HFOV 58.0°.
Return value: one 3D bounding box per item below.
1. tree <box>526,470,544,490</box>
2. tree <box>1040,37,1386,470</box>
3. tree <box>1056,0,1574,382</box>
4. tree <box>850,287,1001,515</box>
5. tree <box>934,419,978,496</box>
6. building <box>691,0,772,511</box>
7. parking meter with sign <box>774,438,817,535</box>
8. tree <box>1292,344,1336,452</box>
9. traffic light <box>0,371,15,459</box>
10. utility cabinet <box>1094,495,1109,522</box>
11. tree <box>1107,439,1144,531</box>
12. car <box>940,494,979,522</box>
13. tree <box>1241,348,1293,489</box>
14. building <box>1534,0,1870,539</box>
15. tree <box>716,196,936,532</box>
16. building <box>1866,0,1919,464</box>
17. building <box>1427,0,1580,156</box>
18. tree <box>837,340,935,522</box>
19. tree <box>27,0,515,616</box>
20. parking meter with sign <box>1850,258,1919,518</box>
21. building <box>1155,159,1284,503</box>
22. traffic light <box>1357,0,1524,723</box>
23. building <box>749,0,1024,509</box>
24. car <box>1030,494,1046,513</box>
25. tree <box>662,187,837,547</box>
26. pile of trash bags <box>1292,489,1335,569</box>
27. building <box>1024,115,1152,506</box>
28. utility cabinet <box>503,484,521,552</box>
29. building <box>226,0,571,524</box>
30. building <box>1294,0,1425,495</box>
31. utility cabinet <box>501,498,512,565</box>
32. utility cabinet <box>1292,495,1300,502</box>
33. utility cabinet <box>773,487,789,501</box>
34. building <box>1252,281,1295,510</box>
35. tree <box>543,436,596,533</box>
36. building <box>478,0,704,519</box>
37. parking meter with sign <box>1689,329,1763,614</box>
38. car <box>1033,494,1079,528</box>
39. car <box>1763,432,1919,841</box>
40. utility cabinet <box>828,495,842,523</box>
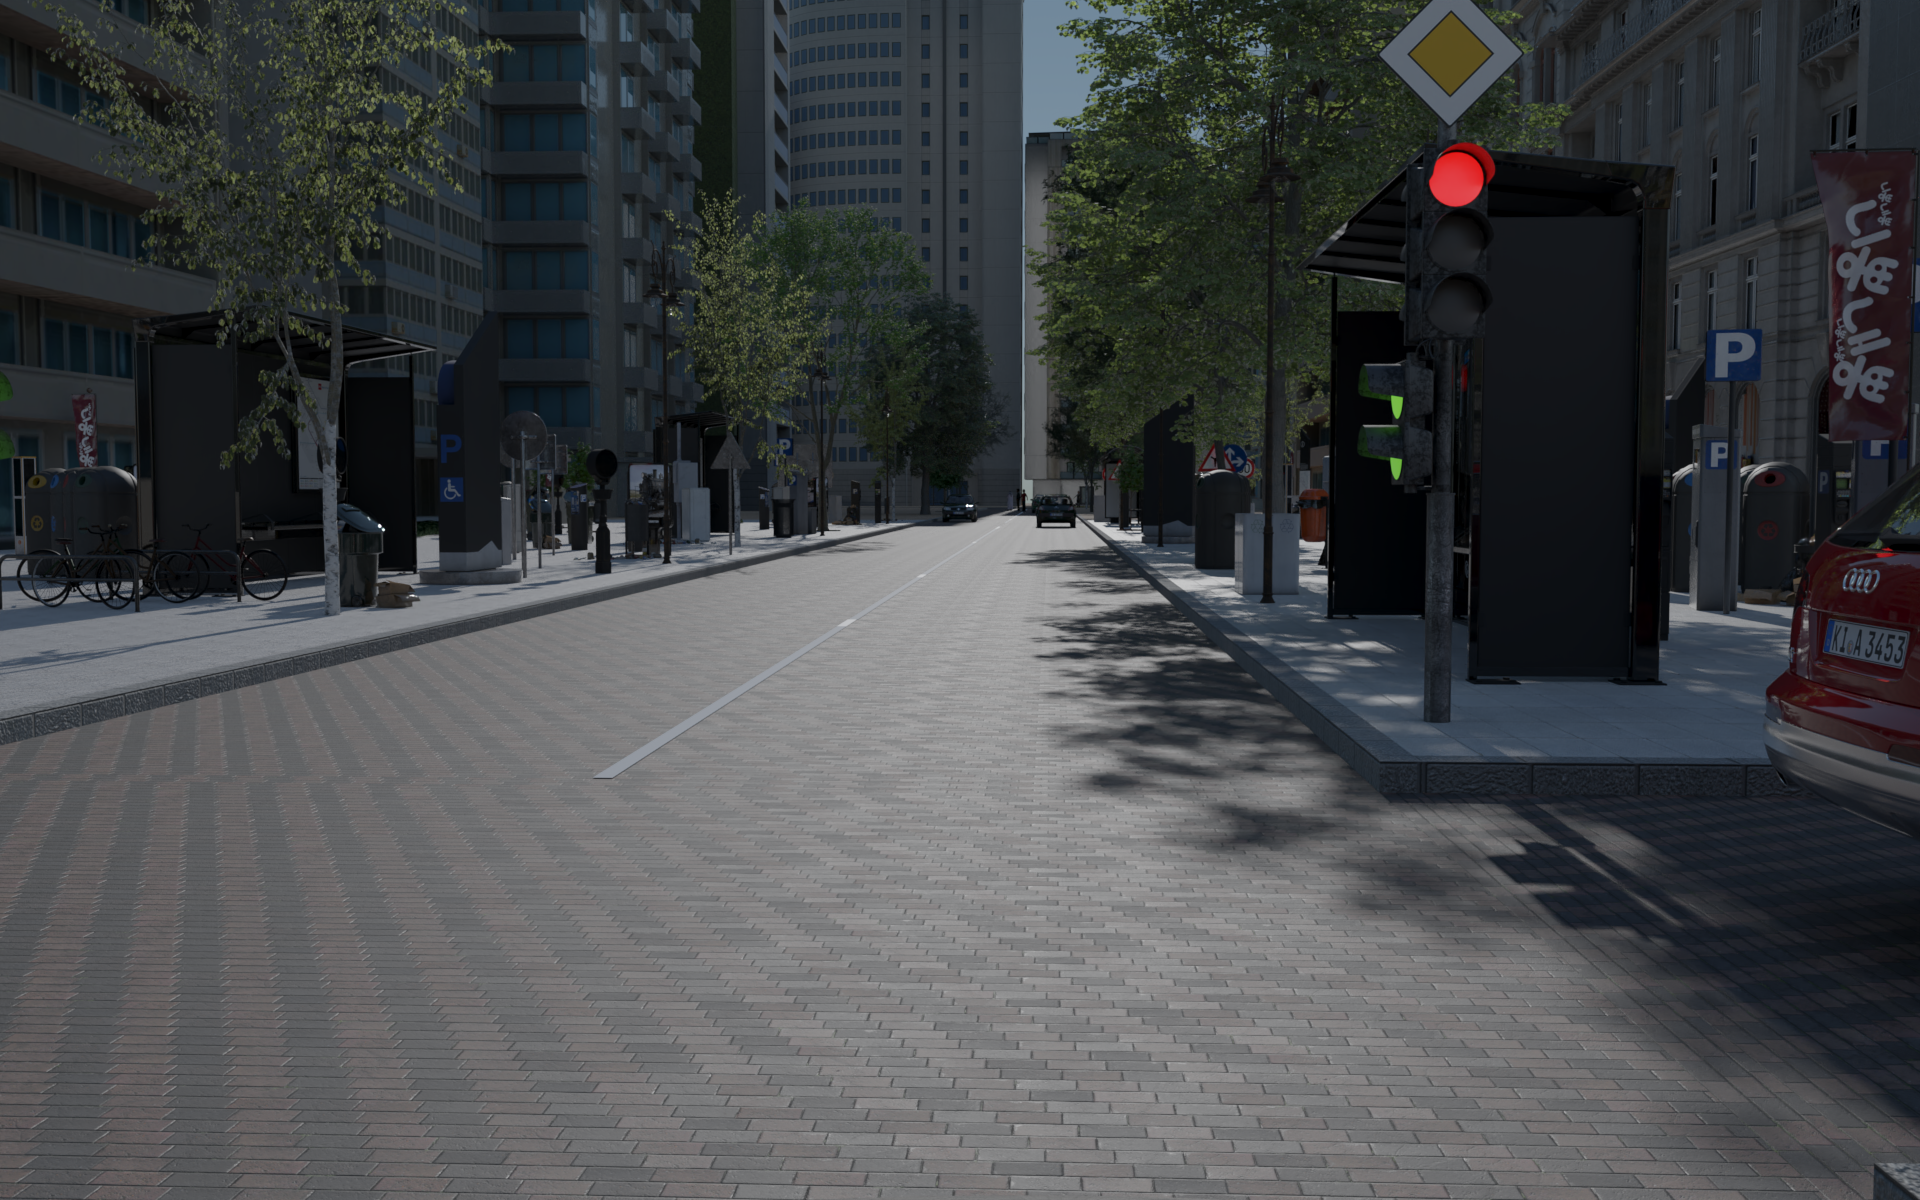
[{"bbox_3d":[-15.337,-4.288,64.709,1.663,3.219,1.824,0,3,0],"label":"tree"},{"bbox_3d":[5.151,-6.180,35.462,7.601,10.594,8.767,1,4,14],"label":"tree"},{"bbox_3d":[5.123,-6.579,25.688,7.486,12.596,7.792,0,3,0],"label":"tree"},{"bbox_3d":[-2.100,-12.277,107.382,9.857,13.997,8.962,0,3,0],"label":"tree"},{"bbox_3d":[-0.662,-11.057,131.138,4.360,8.622,3.978,0,3,0],"label":"tree"},{"bbox_3d":[-28.036,-36.400,137.133,28.212,58.520,21.231,0,4,3],"label":"building"},{"bbox_3d":[-5.127,-3.586,54.892,0.543,3.016,1.738,2,4,23],"label":"parking meter with sign"},{"bbox_3d":[16.971,-7.594,74.529,4.360,8.622,3.978,0,3,0],"label":"tree"},{"bbox_3d":[-6.027,-1.295,10.097,0.839,4.253,0.868,0,4,3],"label":"traffic light"},{"bbox_3d":[6.689,-4.211,80.009,1.020,1.237,0.306,2,4,35],"label":"utility cabinet"},{"bbox_3d":[5.986,-4.023,60.373,1.663,3.219,1.824,0,3,0],"label":"tree"},{"bbox_3d":[0.002,-4.859,89.238,2.009,1.686,4.222,0,4,2],"label":"car"},{"bbox_3d":[14.895,-8.029,81.637,4.360,8.622,3.978,0,3,0],"label":"tree"},{"bbox_3d":[25.870,-12.613,48.028,13.314,21.916,24.055,0,4,3],"label":"building"},{"bbox_3d":[-4.650,-8.184,59.565,9.928,11.665,9.643,0,3,0],"label":"tree"},{"bbox_3d":[33.358,-12.779,28.008,30.058,24.678,14.314,0,4,3],"label":"building"},{"bbox_3d":[27.800,-17.378,71.517,14.401,28.519,23.554,0,4,3],"label":"building"},{"bbox_3d":[-3.314,-7.931,80.036,4.737,8.622,4.395,0,3,0],"label":"tree"},{"bbox_3d":[-6.885,-4.140,18.053,4.360,8.622,3.978,0,3,0],"label":"tree"},{"bbox_3d":[7.314,-1.066,13.683,0.543,3.016,1.738,2,4,25],"label":"parking meter with sign"},{"bbox_3d":[33.433,-30.851,196.288,23.993,40.220,32.217,0,4,3],"label":"building"},{"bbox_3d":[2.673,-1.268,9.658,0.839,4.253,0.868,0,4,3],"label":"traffic light"},{"bbox_3d":[-7.106,-39.753,191.966,28.212,58.520,21.231,0,4,3],"label":"building"},{"bbox_3d":[6.336,-7.269,130.654,2.131,1.459,4.920,0,4,4],"label":"car"},{"bbox_3d":[-5.313,-5.590,41.763,4.360,8.622,3.978,0,3,0],"label":"tree"},{"bbox_3d":[7.186,-1.287,30.796,3.447,1.369,1.912,-3,5,-41],"label":"pile of trash bags"},{"bbox_3d":[14.001,-30.928,189.270,14.086,41.232,14.154,0,4,3],"label":"building"},{"bbox_3d":[-9.866,-1.801,38.127,0.318,1.500,1.173,-1,4,-18],"label":"utility cabinet"},{"bbox_3d":[-33.290,-23.104,69.627,32.217,40.220,23.993,0,4,3],"label":"building"},{"bbox_3d":[32.420,-29.340,103.412,21.300,48.544,21.600,0,4,3],"label":"building"},{"bbox_3d":[-8.660,-1.246,31.526,1.020,1.237,0.306,2,4,23],"label":"utility cabinet"},{"bbox_3d":[15.236,-4.106,78.294,1.020,1.237,0.306,0,4,1],"label":"utility cabinet"},{"bbox_3d":[-5.403,-2.669,52.316,0.318,1.500,1.173,0,4,4],"label":"utility cabinet"},{"bbox_3d":[37.670,-17.450,130.342,27.650,21.520,28.899,0,4,3],"label":"building"},{"bbox_3d":[-12.640,-3.873,57.918,1.663,3.219,1.824,0,3,0],"label":"tree"},{"bbox_3d":[-27.806,-29.477,101.559,23.786,49.044,30.456,0,4,3],"label":"building"},{"bbox_3d":[8.411,-1.404,19.209,0.543,3.016,1.738,1,4,16],"label":"parking meter with sign"},{"bbox_3d":[4.184,-4.014,75.422,2.009,1.686,4.222,0,4,3],"label":"car"},{"bbox_3d":[5.372,0.206,5.299,5.304,1.827,2.281,0,4,4],"label":"car"},{"bbox_3d":[-5.553,-4.036,77.151,0.306,1.237,1.020,-2,4,-23],"label":"utility cabinet"}]
